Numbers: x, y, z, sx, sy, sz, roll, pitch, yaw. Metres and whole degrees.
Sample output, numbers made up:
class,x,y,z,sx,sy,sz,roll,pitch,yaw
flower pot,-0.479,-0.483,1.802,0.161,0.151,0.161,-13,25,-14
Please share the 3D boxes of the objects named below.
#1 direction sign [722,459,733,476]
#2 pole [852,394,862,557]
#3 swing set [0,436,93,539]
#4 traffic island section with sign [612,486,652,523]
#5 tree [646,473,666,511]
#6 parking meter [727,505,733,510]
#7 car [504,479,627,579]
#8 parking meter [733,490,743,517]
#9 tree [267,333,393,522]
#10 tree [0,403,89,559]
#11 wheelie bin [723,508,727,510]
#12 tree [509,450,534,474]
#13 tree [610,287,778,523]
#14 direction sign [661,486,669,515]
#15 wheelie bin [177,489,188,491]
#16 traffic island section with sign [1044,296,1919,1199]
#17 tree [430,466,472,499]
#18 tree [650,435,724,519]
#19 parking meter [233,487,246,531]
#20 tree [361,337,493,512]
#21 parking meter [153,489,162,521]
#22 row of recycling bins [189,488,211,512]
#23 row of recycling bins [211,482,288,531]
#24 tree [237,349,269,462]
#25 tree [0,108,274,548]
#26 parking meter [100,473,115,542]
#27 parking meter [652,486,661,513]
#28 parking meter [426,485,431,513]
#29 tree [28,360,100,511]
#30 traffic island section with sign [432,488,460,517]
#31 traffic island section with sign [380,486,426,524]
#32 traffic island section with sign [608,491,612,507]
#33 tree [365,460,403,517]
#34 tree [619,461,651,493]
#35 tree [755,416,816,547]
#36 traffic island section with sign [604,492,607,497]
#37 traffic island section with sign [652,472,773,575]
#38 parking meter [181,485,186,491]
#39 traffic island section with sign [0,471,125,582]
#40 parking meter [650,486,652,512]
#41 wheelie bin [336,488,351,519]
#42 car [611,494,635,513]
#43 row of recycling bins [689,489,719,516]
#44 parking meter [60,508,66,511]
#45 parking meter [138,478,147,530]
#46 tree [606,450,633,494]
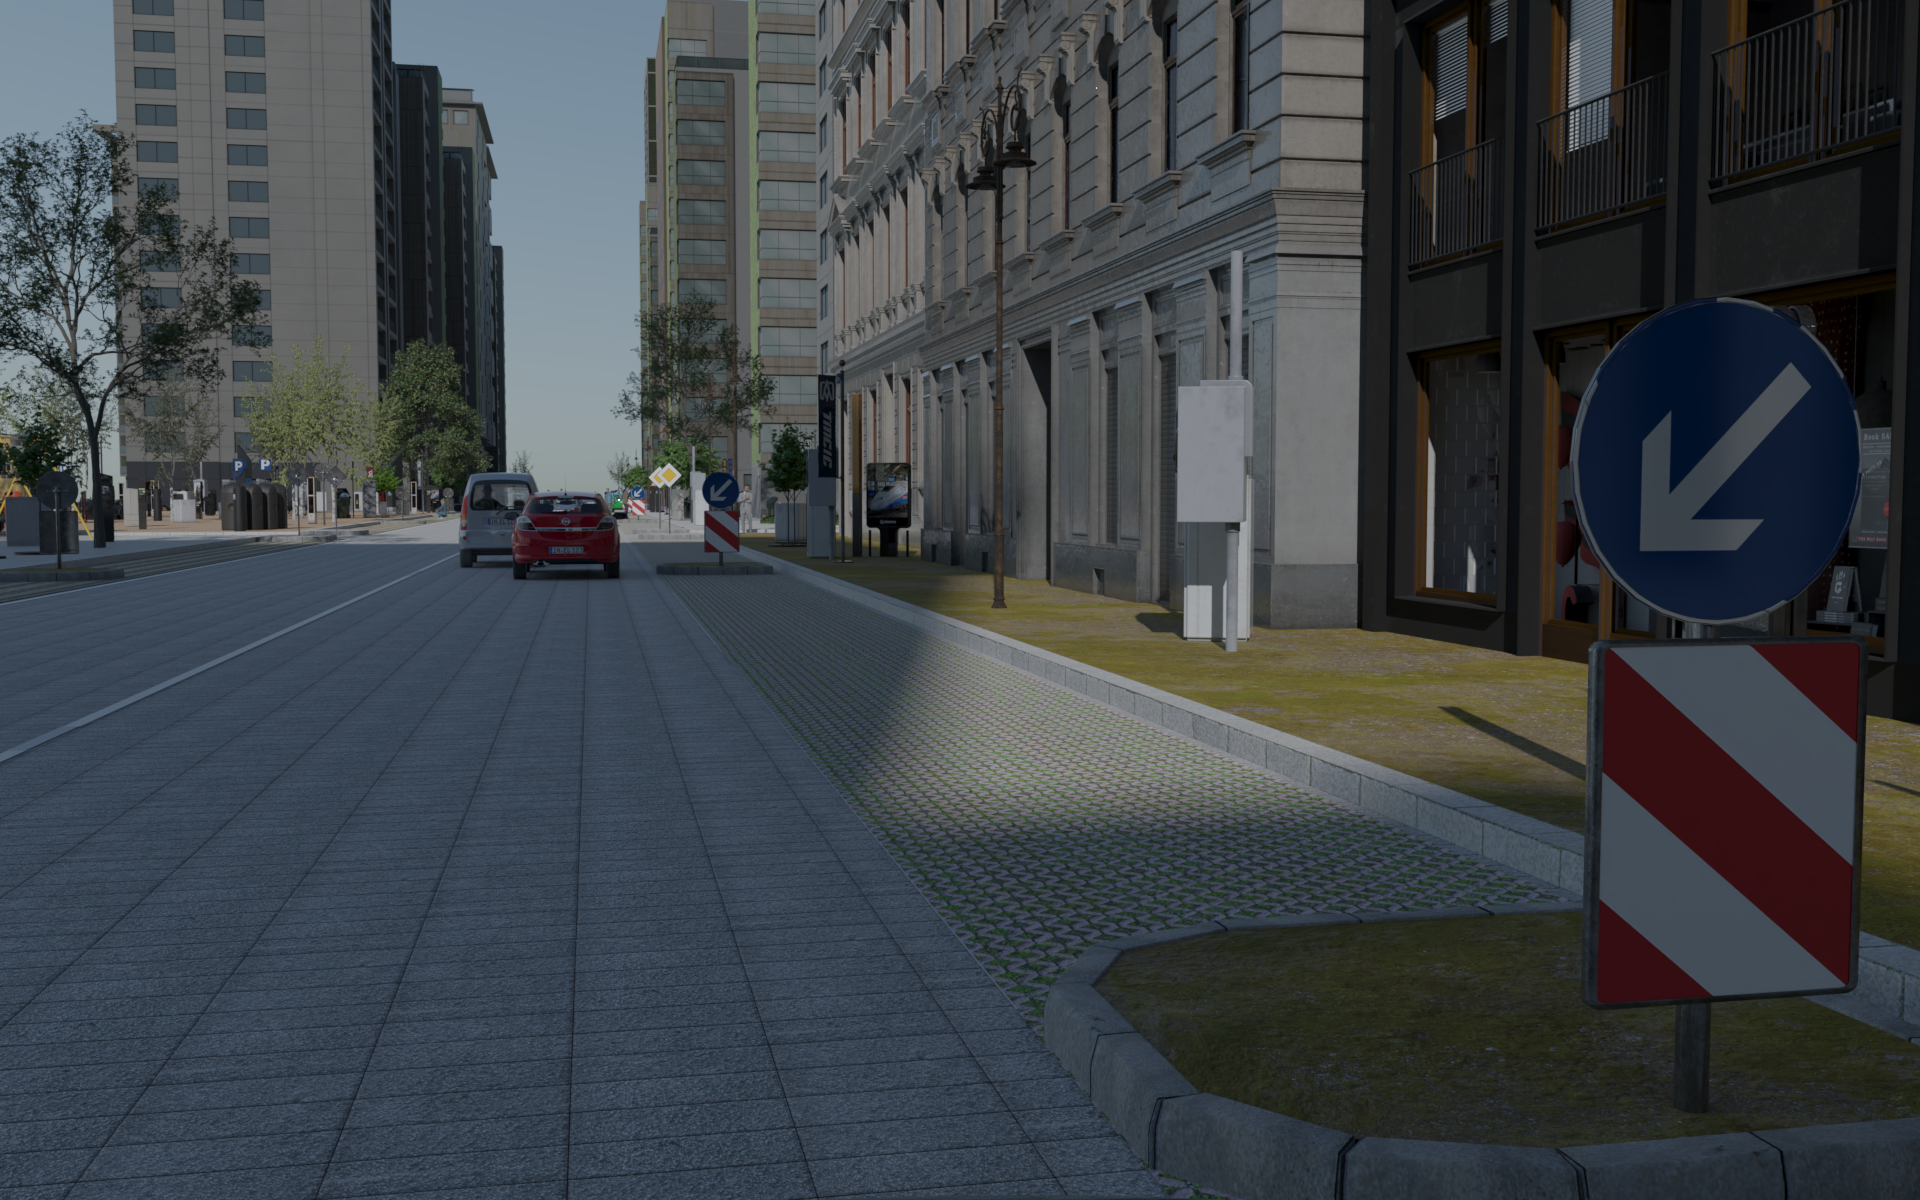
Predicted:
class,x,y,z,sx,sy,sz,roll,pitch,yaw
direction sign,-14.866,-7.260,110.705,0.876,3.537,0.379,2,4,35
pole,-2.106,-2.546,35.474,0.158,3.312,0.155,0,3,0
swing set,-25.943,-3.059,47.632,2.862,2.851,3.119,0,4,-8
traffic island section with sign,-16.051,-4.716,85.732,1.989,1.847,2.006,-1,4,-12
tree,-23.119,-8.382,131.653,1.663,3.219,1.824,0,3,0
parking meter,-13.128,-5.539,98.971,0.372,1.533,0.369,0,3,0
car,-6.979,-1.325,30.697,2.155,1.783,4.494,-1,4,-13
parking meter,-12.224,-5.367,96.158,0.372,1.533,0.369,0,3,0
tree,-28.542,-7.852,78.739,4.737,8.622,4.395,0,3,0
tree,-19.464,-2.587,36.892,1.663,3.219,1.824,0,3,0
wheelie bin,-14.724,-6.076,107.247,0.980,1.594,0.693,0,4,0
tree,-71.225,-20.240,281.284,4.360,8.622,3.978,0,3,0
tree,-11.759,-8.740,77.319,8.767,10.594,7.601,1,4,17
direction sign,-20.833,-7.914,121.396,0.379,3.537,0.876,-2,4,-28
wheelie bin,-50.497,-6.403,112.598,0.980,1.594,0.693,-1,4,-18
traffic island section with sign,1.279,0.268,4.250,1.989,1.847,2.006,-1,4,-12
tree,-41.285,-9.608,140.805,4.285,4.588,4.351,0,3,0
tree,-14.698,-6.849,95.695,4.285,4.588,4.351,0,3,0
parking meter,-24.769,-3.127,59.533,0.372,1.533,0.369,0,3,0
tree,-38.889,-12.799,126.274,9.611,12.733,9.660,0,3,0
parking meter,-38.162,-4.523,82.355,0.372,1.533,0.369,0,3,0
row of recycling bins,-54.991,-7.266,125.915,1.069,1.692,3.534,0,4,-1
row of recycling bins,-25.367,-3.383,62.431,1.069,1.692,3.534,1,4,8
tree,-32.681,-8.180,84.100,4.737,8.622,4.395,0,3,0
tree,-20.560,-6.543,41.389,8.767,10.594,7.601,0,4,-7
parking meter,-22.841,-2.486,46.363,0.399,1.863,0.255,-1,4,-21
parking meter,-20.920,-6.998,120.128,0.399,1.863,0.255,3,5,39
parking meter,-36.058,-6.838,117.516,0.255,1.863,0.399,-1,4,-17
tree,-45.690,-8.512,89.539,4.360,8.622,3.978,0,3,0
traffic island section with sign,-32.393,-6.190,109.835,1.989,1.847,2.006,-1,4,-12
traffic island section with sign,-26.656,-4.545,82.934,1.989,1.847,2.006,-1,4,-12
traffic island section with sign,-21.653,-6.329,112.101,1.989,1.847,2.006,-1,4,-12
tree,-32.765,-6.294,97.508,1.663,3.219,1.824,0,3,0
tree,-31.858,-11.506,171.830,4.285,4.588,4.351,0,3,0
tree,-4.281,-3.063,44.688,1.663,3.219,1.824,0,3,0
traffic island section with sign,-31.963,-9.292,160.545,1.989,1.847,2.006,-1,4,-12
traffic island section with sign,-4.485,-1.390,31.353,1.989,1.847,2.006,-1,4,-12
parking meter,-48.557,-6.276,108.315,0.255,1.863,0.399,-1,4,-18
traffic island section with sign,-15.199,-1.245,28.987,1.989,1.847,2.006,-1,4,-12
parking meter,-21.494,-7.052,121.013,0.255,1.863,0.399,-2,4,-32
wheelie bin,-32.302,-5.057,90.596,0.980,1.594,0.693,1,4,22
car,-26.096,-7.660,134.034,1.959,1.807,4.718,-1,4,-12
row of recycling bins,-15.310,-5.961,104.575,1.069,1.692,3.534,1,4,17
parking meter,-41.160,-4.336,79.307,0.372,1.533,0.369,0,3,0
parking meter,-29.595,-3.484,62.678,0.255,1.863,0.399,-2,4,-24
tree,-56.137,-20.514,285.772,4.360,8.622,3.978,0,3,0
